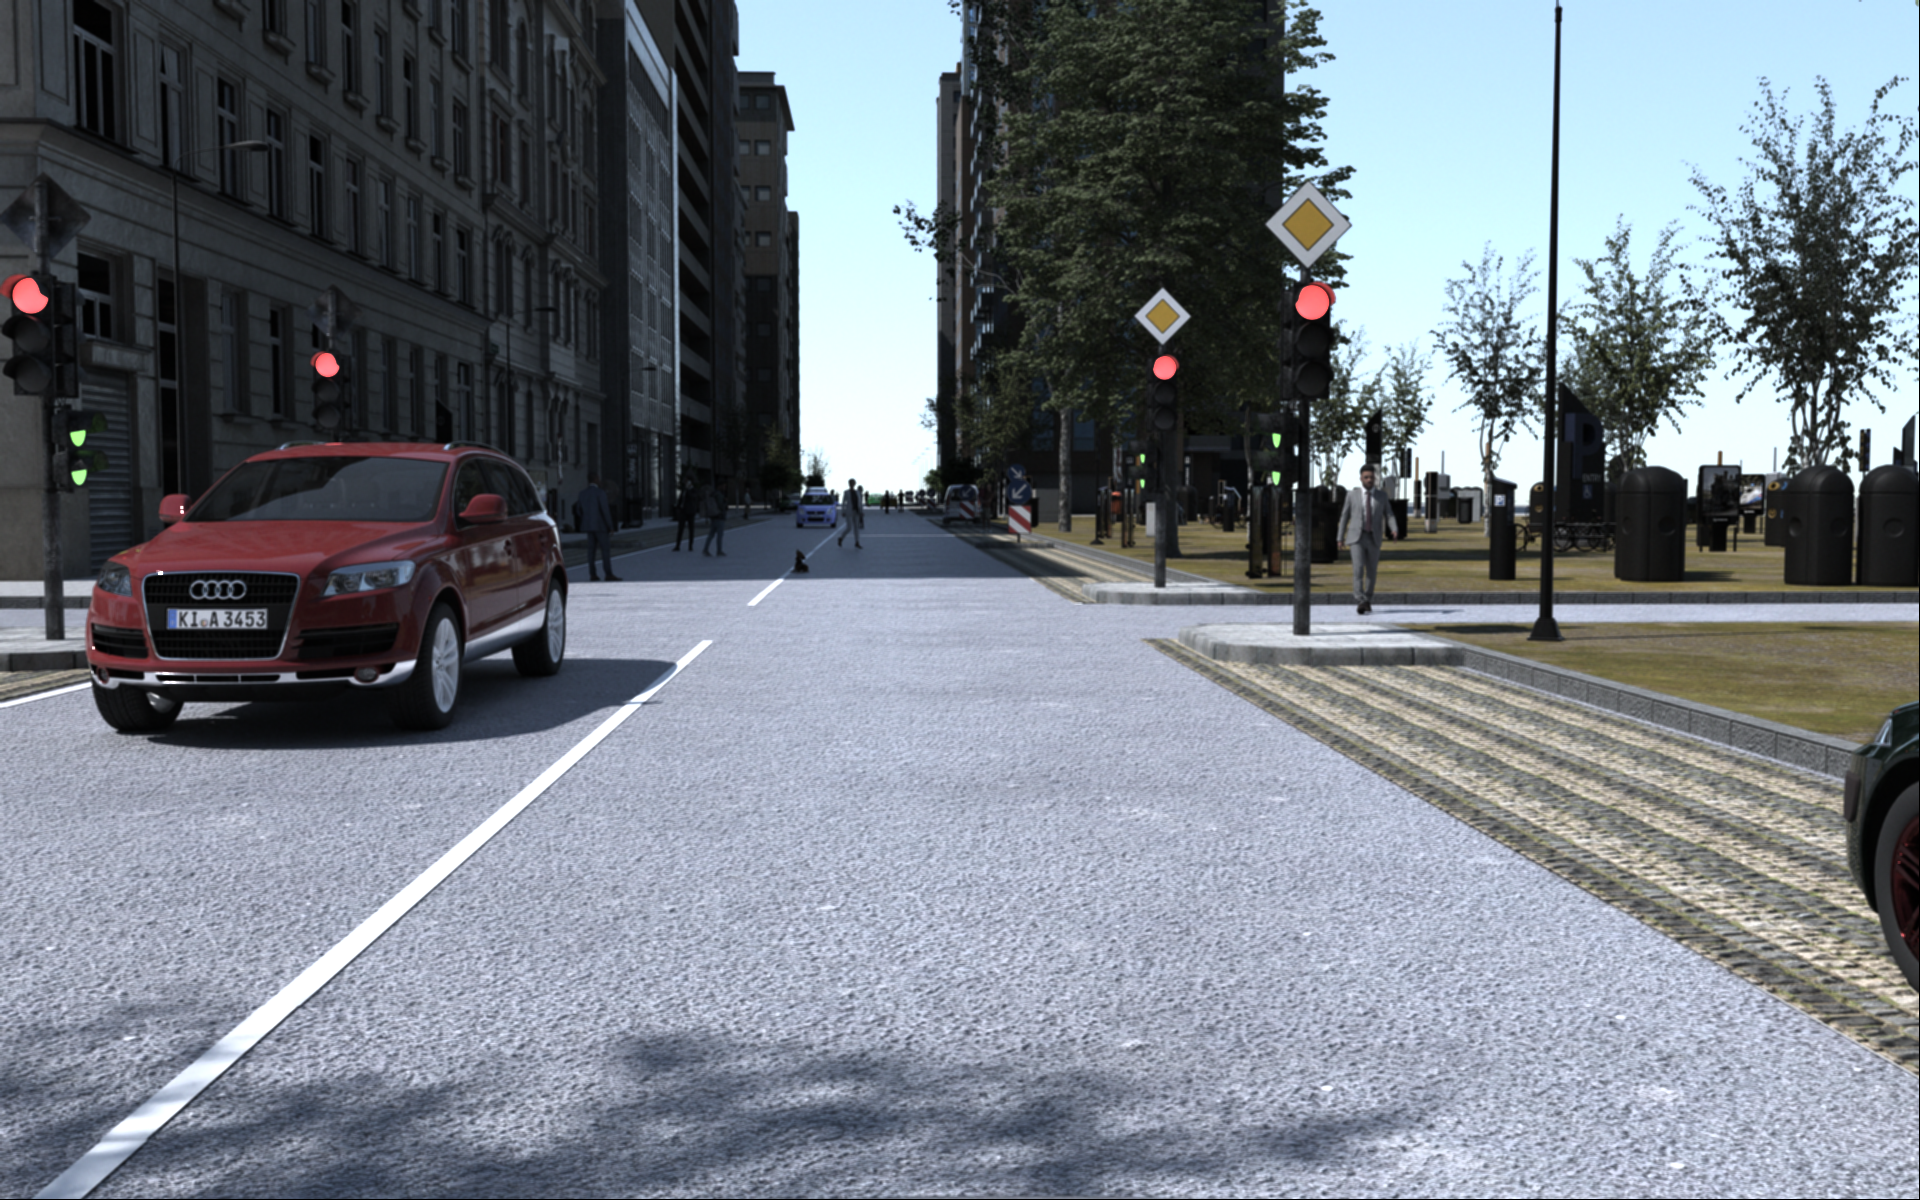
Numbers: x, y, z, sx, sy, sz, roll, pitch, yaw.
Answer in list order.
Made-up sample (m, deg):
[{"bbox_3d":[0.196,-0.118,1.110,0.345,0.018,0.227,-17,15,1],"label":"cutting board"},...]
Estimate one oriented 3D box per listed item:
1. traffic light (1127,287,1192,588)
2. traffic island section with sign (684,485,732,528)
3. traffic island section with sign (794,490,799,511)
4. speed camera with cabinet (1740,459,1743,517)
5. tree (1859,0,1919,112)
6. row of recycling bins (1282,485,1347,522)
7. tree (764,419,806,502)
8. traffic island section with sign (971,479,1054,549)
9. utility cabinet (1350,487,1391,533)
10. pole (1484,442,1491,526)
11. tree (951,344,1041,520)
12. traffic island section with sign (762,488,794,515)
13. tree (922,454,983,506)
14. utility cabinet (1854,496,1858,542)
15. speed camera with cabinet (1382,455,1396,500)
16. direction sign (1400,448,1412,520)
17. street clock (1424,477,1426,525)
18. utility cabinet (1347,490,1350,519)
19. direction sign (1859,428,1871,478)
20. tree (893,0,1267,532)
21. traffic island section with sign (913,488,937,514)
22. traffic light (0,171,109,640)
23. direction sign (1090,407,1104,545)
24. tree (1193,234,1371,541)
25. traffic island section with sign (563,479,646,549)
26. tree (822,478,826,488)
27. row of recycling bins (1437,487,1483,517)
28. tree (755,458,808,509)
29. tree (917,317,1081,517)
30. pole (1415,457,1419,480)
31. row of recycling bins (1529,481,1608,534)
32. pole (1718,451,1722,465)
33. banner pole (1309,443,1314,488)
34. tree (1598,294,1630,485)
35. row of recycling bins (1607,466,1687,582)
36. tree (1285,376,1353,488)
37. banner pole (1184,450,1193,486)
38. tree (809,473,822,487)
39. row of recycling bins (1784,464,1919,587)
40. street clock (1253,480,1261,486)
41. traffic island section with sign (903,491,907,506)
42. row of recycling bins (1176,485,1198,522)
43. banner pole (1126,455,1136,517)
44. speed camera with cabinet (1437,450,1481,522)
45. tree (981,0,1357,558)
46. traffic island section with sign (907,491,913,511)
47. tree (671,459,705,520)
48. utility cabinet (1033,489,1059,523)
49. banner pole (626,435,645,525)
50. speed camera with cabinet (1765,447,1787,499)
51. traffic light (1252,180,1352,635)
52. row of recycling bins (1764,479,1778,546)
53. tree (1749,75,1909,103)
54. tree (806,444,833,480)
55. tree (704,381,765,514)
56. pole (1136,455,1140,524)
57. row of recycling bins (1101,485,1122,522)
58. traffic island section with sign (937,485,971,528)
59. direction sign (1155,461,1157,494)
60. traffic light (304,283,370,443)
[{"bbox_3d":[2.726,-2.124,23.643,0.839,4.253,0.868,0,4,-3],"label":"traffic light"},{"bbox_3d":[-10.654,-3.941,73.062,1.989,1.847,2.006,0,4,-3],"label":"traffic island section with sign"},{"bbox_3d":[-14.165,-8.595,149.161,1.989,1.847,2.006,0,4,-3],"label":"traffic island section with sign"},{"bbox_3d":[44.417,-6.356,98.248,0.660,3.252,2.038,2,4,28],"label":"speed camera with cabinet"},{"bbox_3d":[6.539,-3.636,9.810,4.737,8.622,4.395,0,3,0],"label":"tree"},{"bbox_3d":[16.119,-4.424,79.449,3.534,1.692,1.069,3,4,39],"label":"row of recycling bins"},{"bbox_3d":[-17.364,-13.359,168.786,4.737,8.622,4.395,0,3,0],"label":"tree"},{"bbox_3d":[1.410,-2.290,46.076,1.989,1.847,2.006,0,4,-3],"label":"traffic island section with sign"},{"bbox_3d":[13.473,-2.937,56.694,1.173,1.500,0.318,0,4,4],"label":"utility cabinet"},{"bbox_3d":[20.865,-4.565,68.480,0.158,3.312,0.155,0,3,0],"label":"pole"},{"bbox_3d":[1.962,-8.176,84.048,4.737,8.622,4.395,0,3,0],"label":"tree"},{"bbox_3d":[-12.900,-6.912,121.639,1.989,1.847,2.006,0,4,-3],"label":"traffic island section with sign"},{"bbox_3d":[0.039,-8.784,127.325,4.285,4.588,4.351,0,3,0],"label":"tree"},{"bbox_3d":[24.299,-2.124,45.895,1.020,1.237,0.306,2,4,35],"label":"utility cabinet"},{"bbox_3d":[21.933,-5.800,89.170,0.660,3.252,2.038,0,4,1],"label":"speed camera with cabinet"},{"bbox_3d":[21.774,-5.667,84.658,0.876,3.537,0.379,-3,4,-38],"label":"direction sign"},{"bbox_3d":[19.498,-4.137,72.206,0.358,2.002,0.471,0,4,-1],"label":"street clock"},{"bbox_3d":[19.481,-4.878,88.426,1.173,1.500,0.318,-2,4,-35],"label":"utility cabinet"},{"bbox_3d":[31.442,-4.174,60.246,0.379,3.537,0.876,0,4,7],"label":"direction sign"},{"bbox_3d":[4.105,-12.450,59.443,12.611,20.169,13.585,0,3,0],"label":"tree"},{"bbox_3d":[-2.164,-7.032,123.596,1.989,1.847,2.006,0,4,-3],"label":"traffic island section with sign"},{"bbox_3d":[-7.955,-1.604,15.144,0.839,4.253,0.868,0,4,-3],"label":"traffic light"},{"bbox_3d":[3.485,-3.178,43.955,0.379,3.537,0.876,1,4,11],"label":"direction sign"},{"bbox_3d":[8.142,-5.905,46.905,4.737,8.622,4.395,0,3,0],"label":"tree"},{"bbox_3d":[-9.427,-2.294,46.134,1.989,1.847,2.006,0,4,-3],"label":"traffic island section with sign"},{"bbox_3d":[-20.815,-16.182,248.295,4.285,4.588,4.351,0,3,0],"label":"tree"},{"bbox_3d":[28.370,-5.558,97.985,3.534,1.692,1.069,-3,4,-36],"label":"row of recycling bins"},{"bbox_3d":[-16.675,-10.438,154.380,4.285,4.588,4.351,0,3,0],"label":"tree"},{"bbox_3d":[1.914,-9.640,92.032,8.767,10.594,7.601,-1,4,-13],"label":"tree"},{"bbox_3d":[25.112,-6.199,95.203,0.158,3.312,0.155,0,3,0],"label":"pole"},{"bbox_3d":[20.135,-3.040,56.817,1.069,1.692,3.534,-2,4,-27],"label":"row of recycling bins"},{"bbox_3d":[35.890,-5.384,81.866,0.158,3.312,0.155,0,3,0],"label":"pole"},{"bbox_3d":[16.992,-5.768,84.321,0.401,3.779,0.863,-3,4,-37],"label":"banner pole"},{"bbox_3d":[23.839,-6.809,61.692,4.360,8.622,3.978,0,3,0],"label":"tree"},{"bbox_3d":[10.657,-1.200,26.740,1.069,1.692,3.534,1,4,22],"label":"row of recycling bins"},{"bbox_3d":[19.862,-8.877,95.505,4.360,8.622,3.978,0,3,0],"label":"tree"},{"bbox_3d":[12.925,-6.585,97.685,0.401,3.779,0.863,-2,4,-34],"label":"banner pole"},{"bbox_3d":[-17.984,-12.377,186.076,4.285,4.588,4.351,0,3,0],"label":"tree"},{"bbox_3d":[13.451,-1.041,24.128,3.534,1.692,1.069,1,4,11],"label":"row of recycling bins"},{"bbox_3d":[15.442,-5.258,90.542,0.471,2.002,0.358,3,5,41],"label":"street clock"},{"bbox_3d":[-5.954,-12.081,206.154,1.989,1.847,2.006,0,4,-3],"label":"traffic island section with sign"},{"bbox_3d":[10.376,-4.605,82.399,1.069,1.692,3.534,-1,4,-11],"label":"row of recycling bins"},{"bbox_3d":[9.732,-6.586,97.697,0.863,3.779,0.401,0,4,-5],"label":"banner pole"},{"bbox_3d":[22.559,-5.153,78.580,2.038,3.252,0.660,0,4,6],"label":"speed camera with cabinet"},{"bbox_3d":[4.100,-7.108,34.350,7.486,12.596,7.792,0,3,0],"label":"tree"},{"bbox_3d":[-3.406,-8.685,150.621,1.989,1.847,2.006,0,4,-3],"label":"traffic island section with sign"},{"bbox_3d":[-13.478,-5.658,87.110,1.663,3.219,1.824,0,3,0],"label":"tree"},{"bbox_3d":[3.786,-4.153,76.574,1.173,1.500,0.318,-2,4,-26],"label":"utility cabinet"},{"bbox_3d":[-13.641,-5.072,72.944,0.863,3.779,0.401,-1,4,-20],"label":"banner pole"},{"bbox_3d":[34.737,-4.764,72.220,2.038,3.252,0.660,3,5,45],"label":"speed camera with cabinet"},{"bbox_3d":[3.094,-1.636,15.667,0.839,4.253,0.868,0,4,-3],"label":"traffic light"},{"bbox_3d":[20.098,-2.095,41.366,1.069,1.692,3.534,1,4,12],"label":"row of recycling bins"},{"bbox_3d":[14.645,-4.856,29.763,4.360,8.622,3.978,0,3,0],"label":"tree"},{"bbox_3d":[-21.270,-18.784,257.476,4.360,8.622,3.978,0,3,0],"label":"tree"},{"bbox_3d":[-14.447,-9.883,111.947,4.360,8.622,3.978,0,3,0],"label":"tree"},{"bbox_3d":[7.619,-4.904,74.028,0.158,3.312,0.155,0,3,0],"label":"pole"},{"bbox_3d":[6.985,-4.462,80.068,1.069,1.692,3.534,1,4,9],"label":"row of recycling bins"},{"bbox_3d":[0.149,-3.959,73.361,1.989,1.847,2.006,0,4,-3],"label":"traffic island section with sign"},{"bbox_3d":[10.442,-6.115,91.980,0.379,3.537,0.876,0,4,-2],"label":"direction sign"},{"bbox_3d":[-8.322,-2.092,23.121,0.839,4.253,0.868,0,4,-3],"label":"traffic light"}]
